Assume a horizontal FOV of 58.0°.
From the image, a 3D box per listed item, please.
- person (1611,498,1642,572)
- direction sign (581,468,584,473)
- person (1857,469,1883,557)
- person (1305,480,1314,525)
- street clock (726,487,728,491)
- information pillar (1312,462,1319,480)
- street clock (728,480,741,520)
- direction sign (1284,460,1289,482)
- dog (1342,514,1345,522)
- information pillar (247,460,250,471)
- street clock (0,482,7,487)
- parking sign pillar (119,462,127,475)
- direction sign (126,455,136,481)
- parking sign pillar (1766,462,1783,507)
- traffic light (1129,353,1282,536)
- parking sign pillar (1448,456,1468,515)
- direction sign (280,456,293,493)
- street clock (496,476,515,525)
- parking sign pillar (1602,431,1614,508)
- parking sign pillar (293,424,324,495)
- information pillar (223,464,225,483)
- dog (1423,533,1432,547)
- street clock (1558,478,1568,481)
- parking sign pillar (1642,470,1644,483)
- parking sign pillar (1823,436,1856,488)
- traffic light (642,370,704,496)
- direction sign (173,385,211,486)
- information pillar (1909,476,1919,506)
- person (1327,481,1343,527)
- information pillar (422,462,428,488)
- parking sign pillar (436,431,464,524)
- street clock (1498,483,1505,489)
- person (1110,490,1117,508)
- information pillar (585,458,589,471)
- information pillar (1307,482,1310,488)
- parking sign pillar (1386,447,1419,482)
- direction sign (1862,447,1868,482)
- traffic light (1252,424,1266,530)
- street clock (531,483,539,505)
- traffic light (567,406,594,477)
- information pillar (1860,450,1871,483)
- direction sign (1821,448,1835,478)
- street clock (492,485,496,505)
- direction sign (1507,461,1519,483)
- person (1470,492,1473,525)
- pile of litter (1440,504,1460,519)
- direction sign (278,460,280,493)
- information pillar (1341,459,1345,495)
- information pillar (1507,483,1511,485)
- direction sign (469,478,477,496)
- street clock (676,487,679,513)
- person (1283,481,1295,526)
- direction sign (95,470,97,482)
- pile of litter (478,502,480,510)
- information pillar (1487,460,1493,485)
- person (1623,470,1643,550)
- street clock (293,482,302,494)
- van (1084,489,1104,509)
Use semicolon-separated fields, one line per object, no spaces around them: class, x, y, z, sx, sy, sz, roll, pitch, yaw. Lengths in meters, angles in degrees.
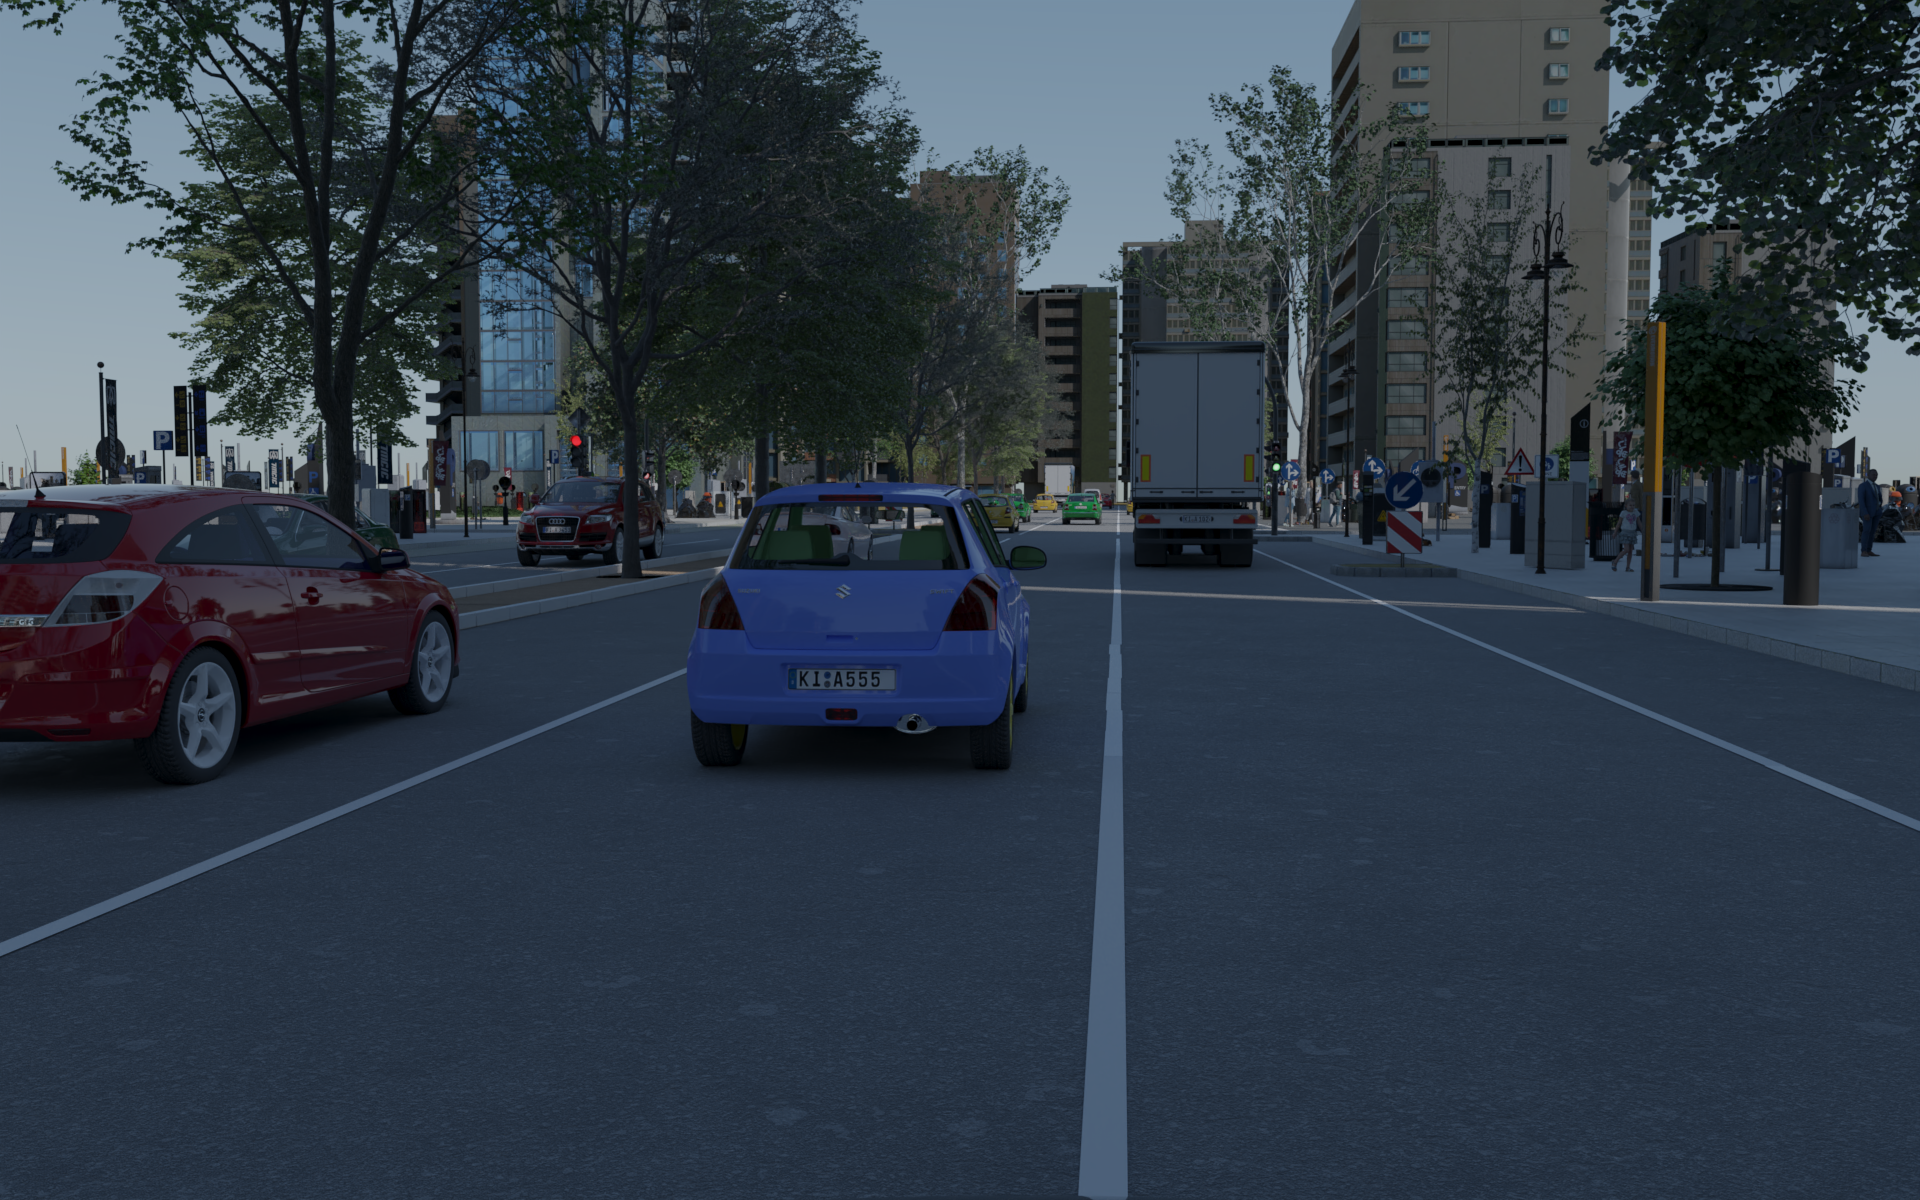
person;11.073;-1.076;28.652;0.505;1.210;0.382;-1;4;-8
direction sign;-15.078;-4.703;68.895;0.379;3.537;0.876;0;3;0
person;18.724;-1.800;35.654;0.721;1.800;0.419;-2;4;-32
person;14.139;-3.901;69.710;0.514;1.842;0.818;-1;4;-10
street clock;-17.027;-7.490;127.026;0.358;2.002;0.471;0;4;-1
information pillar;25.931;-8.261;126.426;0.504;3.616;0.183;1;4;21
street clock;-11.212;-5.032;86.842;0.471;2.002;0.358;1;4;14
direction sign;22.234;-7.634;116.810;0.876;3.537;0.379;-1;4;-21
dog;17.489;-3.760;79.208;0.550;0.427;0.748;2;4;25
information pillar;-49.500;-7.903;120.568;0.183;3.616;0.504;-3;5;-41
street clock;-56.985;-6.023;103.047;0.471;2.002;0.358;0;4;-4
parking sign pillar;-55.745;-7.738;114.989;1.447;3.967;1.447;1;4;19
direction sign;-47.734;-6.594;99.804;0.876;3.537;0.379;2;4;35
parking sign pillar;61.342;-8.679;130.366;1.447;3.967;1.447;-2;4;-35
traffic light;7.611;-4.823;53.531;4.771;5.953;1.251;0;4;5
parking sign pillar;30.845;-7.285;107.575;1.447;3.967;1.447;0;4;-1
direction sign;-40.272;-6.856;104.086;0.876;3.537;0.379;3;5;43
street clock;-18.608;-4.057;70.895;0.471;2.002;0.358;0;4;2
parking sign pillar;27.745;-5.244;74.205;1.447;3.967;1.447;1;4;22
parking sign pillar;-24.376;-4.713;65.532;1.447;3.967;1.447;-1;4;-13
information pillar;-56.316;-8.652;132.815;0.504;3.616;0.183;0;4;1
dog;11.369;-1.526;42.694;0.550;0.427;0.748;1;4;20
street clock;27.187;-4.501;78.166;0.471;2.002;0.358;-1;4;-18
parking sign pillar;35.813;-6.154;89.096;1.447;3.967;1.447;0;4;5
parking sign pillar;40.843;-5.628;80.483;1.447;3.967;1.447;2;4;31
traffic light;-9.347;-5.419;63.263;4.771;5.953;1.251;0;4;5
direction sign;-16.016;-2.698;36.114;0.876;3.537;0.379;1;4;23
information pillar;39.780;-4.141;72.192;0.304;2.012;0.304;-2;4;-27
person;14.695;-3.739;67.531;0.721;1.781;0.623;-1;4;-18
information pillar;-39.572;-8.366;128.130;0.504;3.616;0.183;2;4;34
parking sign pillar;-21.964;-5.248;74.274;1.447;3.967;1.447;0;4;-6
street clock;36.330;-6.830;116.248;0.471;2.002;0.358;1;4;23
person;15.359;-10.167;174.740;1.348;1.824;0.705;-3;4;-38
information pillar;-23.819;-7.279;110.367;0.504;3.616;0.183;0;4;-1
information pillar;21.610;-6.333;108.039;0.304;2.012;0.304;-1;4;-18
parking sign pillar;25.657;-6.785;99.407;1.447;3.967;1.447;-2;4;-25
direction sign;43.605;-5.597;83.500;0.379;3.537;0.876;3;4;39
traffic light;10.433;-4.435;61.433;0.839;4.253;0.868;0;4;5
street clock;-28.926;-6.933;117.925;0.471;2.002;0.358;2;4;29
traffic light;-12.169;-4.070;55.467;0.839;4.253;0.868;0;4;5
information pillar;47.997;-6.149;91.892;0.183;3.616;0.504;-3;4;-36
direction sign;42.568;-5.689;85.013;0.379;3.537;0.876;-1;4;-16
street clock;-35.859;-7.906;133.828;0.471;2.002;0.358;-3;4;-39
direction sign;38.170;-7.792;119.392;0.876;3.537;0.379;1;4;21
person;21.600;-4.032;72.231;0.793;1.790;0.793;-2;4;-25
pile of litter;25.273;-4.616;89.440;1.176;0.858;1.719;3;4;38
direction sign;-44.658;-7.428;113.449;0.876;3.537;0.379;1;4;14
information pillar;25.354;-7.542;114.674;0.183;3.616;0.504;1;4;23
information pillar;40.082;-8.236;126.017;0.183;3.616;0.504;-3;5;-42
direction sign;-36.211;-8.369;128.831;0.876;3.537;0.379;3;4;38
street clock;-19.597;-7.038;119.634;0.358;2.002;0.471;2;4;32
person;13.024;-3.806;68.542;0.793;1.790;0.793;-2;4;-29
direction sign;-64.460;-8.348;128.491;0.379;3.537;0.876;3;5;44
pile of litter;-28.444;-5.458;103.203;1.176;0.858;1.719;1;4;13
information pillar;35.344;-7.609;115.764;0.504;3.616;0.183;1;4;9
person;15.660;-2.078;39.930;0.836;1.842;0.656;1;4;8
street clock;-38.868;-5.937;101.639;0.471;2.002;0.358;0;4;0
van;10.923;-8.347;143.477;2.013;2.044;4.112;0;4;4
